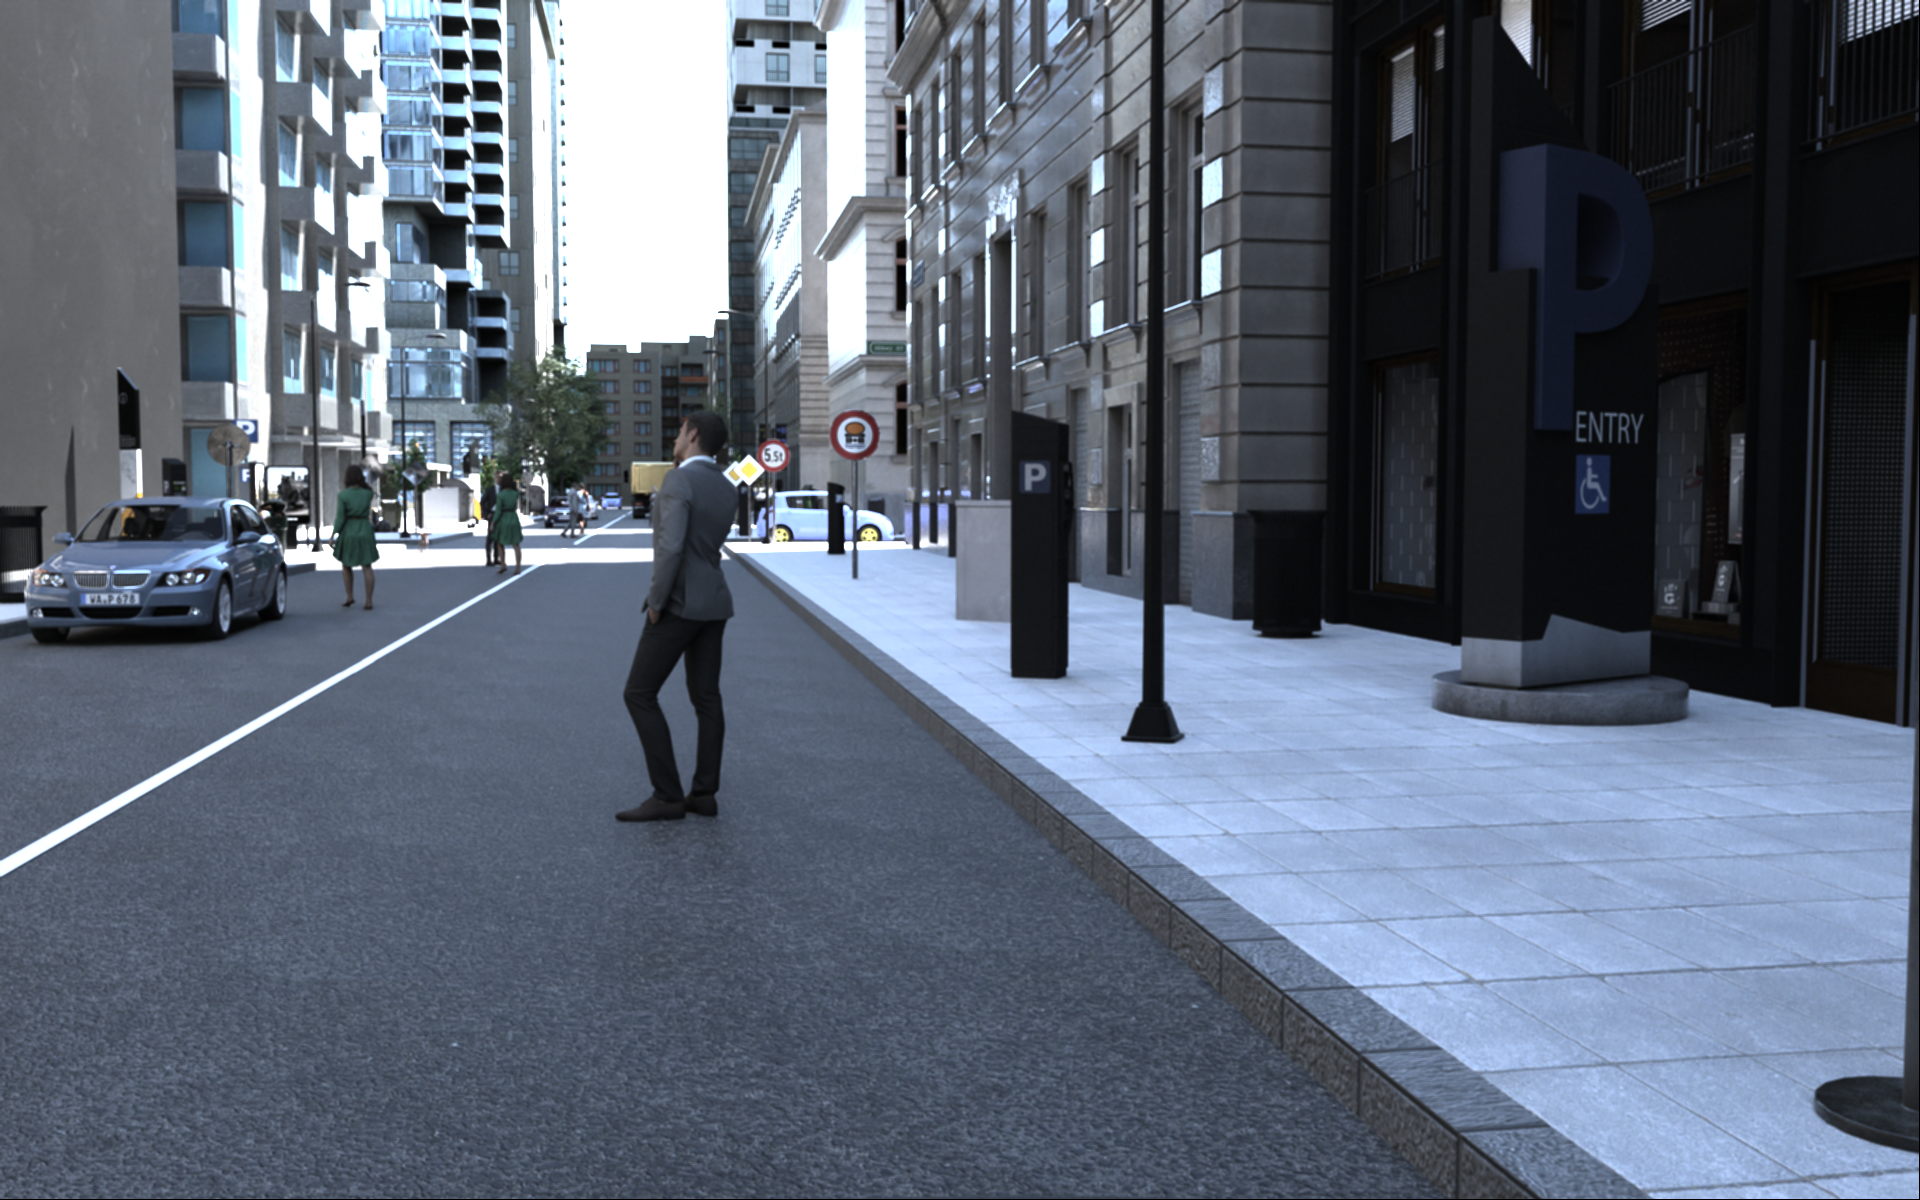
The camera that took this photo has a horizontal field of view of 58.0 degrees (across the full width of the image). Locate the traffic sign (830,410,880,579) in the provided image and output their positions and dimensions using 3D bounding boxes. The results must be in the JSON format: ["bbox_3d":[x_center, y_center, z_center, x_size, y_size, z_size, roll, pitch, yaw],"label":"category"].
[{"bbox_3d":[-1.593,-1.598,26.228,0.768,2.556,0.104,-1,4,-9],"label":"traffic sign"}]

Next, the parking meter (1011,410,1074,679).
[{"bbox_3d":[0.573,-0.391,12.108,0.399,1.863,0.255,1,4,20],"label":"parking meter"}]

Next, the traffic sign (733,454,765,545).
[{"bbox_3d":[-5.336,-2.459,43.848,0.795,2.450,0.064,-1,4,-10],"label":"traffic sign"}]

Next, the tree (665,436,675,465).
[{"bbox_3d":[-31.104,-14.972,195.158,4.737,8.622,4.395,0,3,0],"label":"tree"}]

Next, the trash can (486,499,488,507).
[{"bbox_3d":[-29.411,-5.862,107.491,0.748,1.137,0.748,0,3,0],"label":"trash can"}]

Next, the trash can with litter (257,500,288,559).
[{"bbox_3d":[-13.618,-1.382,33.978,0.624,1.170,1.055,-3,5,-42],"label":"trash can with litter"}]

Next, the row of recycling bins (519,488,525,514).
[{"bbox_3d":[-28.924,-6.350,110.938,1.069,1.692,3.534,1,4,22],"label":"row of recycling bins"}]

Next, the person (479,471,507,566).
[{"bbox_3d":[-9.271,-1.646,34.773,0.474,1.900,0.648,3,5,40],"label":"person"}]

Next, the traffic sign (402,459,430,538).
[{"bbox_3d":[-15.753,-2.847,50.188,0.795,2.450,0.064,-1,4,-10],"label":"traffic sign"}]

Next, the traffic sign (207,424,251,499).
[{"bbox_3d":[-13.272,-1.918,31.460,0.768,2.556,0.104,0,4,-3],"label":"traffic sign"}]

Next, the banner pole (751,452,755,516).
[{"bbox_3d":[-12.257,-6.886,102.601,0.401,3.779,0.863,-2,4,-26],"label":"banner pole"}]

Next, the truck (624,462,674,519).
[{"bbox_3d":[-18.493,-6.641,104.502,3.469,3.379,9.791,-1,4,-11],"label":"truck"}]

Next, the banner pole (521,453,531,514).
[{"bbox_3d":[-26.322,-7.048,105.251,0.401,3.779,0.863,3,4,36],"label":"banner pole"}]

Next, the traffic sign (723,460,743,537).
[{"bbox_3d":[-6.688,-2.940,51.718,0.795,2.450,0.064,-1,4,-10],"label":"traffic sign"}]

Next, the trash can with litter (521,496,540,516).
[{"bbox_3d":[-24.767,-5.412,99.871,1.055,1.170,0.624,0,4,4],"label":"trash can with litter"}]

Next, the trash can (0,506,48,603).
[{"bbox_3d":[-11.222,-0.544,20.544,0.748,1.137,0.748,0,3,0],"label":"trash can"}]

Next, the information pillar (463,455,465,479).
[{"bbox_3d":[-25.584,-6.038,90.075,0.504,3.616,0.183,0,4,-8],"label":"information pillar"}]

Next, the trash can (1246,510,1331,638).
[{"bbox_3d":[2.947,-0.240,15.583,0.748,1.137,0.748,0,3,0],"label":"trash can"}]

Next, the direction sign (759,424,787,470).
[{"bbox_3d":[-6.037,-3.912,55.952,0.876,3.537,0.379,0,4,-6],"label":"direction sign"}]

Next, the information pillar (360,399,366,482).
[{"bbox_3d":[-14.717,-3.144,42.753,0.183,3.616,0.504,-1,4,-22],"label":"information pillar"}]

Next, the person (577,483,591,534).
[{"bbox_3d":[-13.518,-3.272,62.092,0.616,1.811,0.778,-2,4,-26],"label":"person"}]

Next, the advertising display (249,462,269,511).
[{"bbox_3d":[-14.260,-1.833,35.177,0.123,1.923,0.974,-1,4,-12],"label":"advertising display"}]

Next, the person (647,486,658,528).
[{"bbox_3d":[-13.071,-3.999,74.065,0.537,1.800,0.526,2,4,30],"label":"person"}]

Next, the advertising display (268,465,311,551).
[{"bbox_3d":[-15.260,-2.086,39.326,0.974,1.923,0.123,-3,4,-38],"label":"advertising display"}]

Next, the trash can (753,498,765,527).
[{"bbox_3d":[-7.625,-3.364,66.647,0.748,1.137,0.748,0,3,0],"label":"trash can"}]

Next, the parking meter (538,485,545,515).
[{"bbox_3d":[-25.547,-6.119,105.755,0.399,1.863,0.255,2,4,30],"label":"parking meter"}]

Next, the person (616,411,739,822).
[{"bbox_3d":[-1.246,0.059,7.709,0.473,1.802,0.592,3,4,39],"label":"person"}]

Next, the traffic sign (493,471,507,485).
[{"bbox_3d":[-20.659,-4.634,77.893,0.606,2.300,0.079,0,4,-5],"label":"traffic sign"}]

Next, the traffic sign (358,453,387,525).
[{"bbox_3d":[-14.402,-2.365,42.318,0.795,2.450,0.064,-1,4,-10],"label":"traffic sign"}]

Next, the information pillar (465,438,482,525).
[{"bbox_3d":[-20.065,-4.910,71.627,0.183,3.616,0.504,3,4,36],"label":"information pillar"}]

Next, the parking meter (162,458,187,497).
[{"bbox_3d":[-12.776,-1.376,28.209,0.399,1.863,0.255,3,5,43],"label":"parking meter"}]

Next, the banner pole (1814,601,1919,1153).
[{"bbox_3d":[2.150,-0.829,3.564,0.863,3.779,0.401,-3,4,-37],"label":"banner pole"}]

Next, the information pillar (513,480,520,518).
[{"bbox_3d":[-23.693,-5.377,92.412,0.304,2.012,0.304,0,4,0],"label":"information pillar"}]

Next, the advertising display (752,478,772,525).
[{"bbox_3d":[-8.021,-4.019,70.930,0.974,1.923,0.123,-1,4,-22],"label":"advertising display"}]

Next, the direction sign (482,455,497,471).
[{"bbox_3d":[-27.478,-6.677,101.164,0.876,3.537,0.379,0,4,7],"label":"direction sign"}]

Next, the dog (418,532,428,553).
[{"bbox_3d":[-13.193,-1.427,42.626,0.540,0.507,0.406,2,4,27],"label":"dog"}]

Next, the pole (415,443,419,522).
[{"bbox_3d":[-21.657,-4.598,69.026,0.158,3.312,0.155,0,3,0],"label":"pole"}]

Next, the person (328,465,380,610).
[{"bbox_3d":[-7.511,-0.782,21.538,0.529,1.795,0.600,3,5,42],"label":"person"}]

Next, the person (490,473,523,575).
[{"bbox_3d":[-8.001,-1.341,30.668,0.529,1.795,0.600,3,4,36],"label":"person"}]

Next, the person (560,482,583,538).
[{"bbox_3d":[-12.603,-2.929,56.503,0.853,1.813,0.709,-3,4,-38],"label":"person"}]

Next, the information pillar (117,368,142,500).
[{"bbox_3d":[-15.449,-2.501,32.240,0.504,3.616,0.183,2,4,26],"label":"information pillar"}]

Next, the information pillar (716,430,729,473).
[{"bbox_3d":[-8.664,-4.398,63.254,0.504,3.616,0.183,0,4,0],"label":"information pillar"}]

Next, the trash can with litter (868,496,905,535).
[{"bbox_3d":[-2.230,-2.638,54.193,2.233,1.210,1.678,0,4,-1],"label":"trash can with litter"}]

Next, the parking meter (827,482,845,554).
[{"bbox_3d":[-2.639,-1.744,36.931,0.372,1.533,0.369,0,3,0],"label":"parking meter"}]

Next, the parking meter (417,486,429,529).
[{"bbox_3d":[-19.851,-3.568,64.051,0.255,1.863,0.399,3,5,42],"label":"parking meter"}]

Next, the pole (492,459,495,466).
[{"bbox_3d":[-27.060,-6.528,100.580,0.158,3.312,0.155,0,3,0],"label":"pole"}]

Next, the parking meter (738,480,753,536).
[{"bbox_3d":[-6.531,-2.878,52.769,0.399,1.863,0.255,0,4,7],"label":"parking meter"}]

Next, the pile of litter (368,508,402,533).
[{"bbox_3d":[-19.532,-2.681,57.796,1.719,0.858,1.176,1,4,14],"label":"pile of litter"}]

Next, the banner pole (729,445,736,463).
[{"bbox_3d":[-10.500,-5.397,78.265,0.863,3.779,0.401,1,4,22],"label":"banner pole"}]

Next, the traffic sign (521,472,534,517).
[{"bbox_3d":[-24.689,-6.041,98.876,0.768,2.556,0.104,0,4,-4],"label":"traffic sign"}]

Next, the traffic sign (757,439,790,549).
[{"bbox_3d":[-4.310,-2.449,40.140,0.768,2.556,0.104,0,4,-2],"label":"traffic sign"}]
